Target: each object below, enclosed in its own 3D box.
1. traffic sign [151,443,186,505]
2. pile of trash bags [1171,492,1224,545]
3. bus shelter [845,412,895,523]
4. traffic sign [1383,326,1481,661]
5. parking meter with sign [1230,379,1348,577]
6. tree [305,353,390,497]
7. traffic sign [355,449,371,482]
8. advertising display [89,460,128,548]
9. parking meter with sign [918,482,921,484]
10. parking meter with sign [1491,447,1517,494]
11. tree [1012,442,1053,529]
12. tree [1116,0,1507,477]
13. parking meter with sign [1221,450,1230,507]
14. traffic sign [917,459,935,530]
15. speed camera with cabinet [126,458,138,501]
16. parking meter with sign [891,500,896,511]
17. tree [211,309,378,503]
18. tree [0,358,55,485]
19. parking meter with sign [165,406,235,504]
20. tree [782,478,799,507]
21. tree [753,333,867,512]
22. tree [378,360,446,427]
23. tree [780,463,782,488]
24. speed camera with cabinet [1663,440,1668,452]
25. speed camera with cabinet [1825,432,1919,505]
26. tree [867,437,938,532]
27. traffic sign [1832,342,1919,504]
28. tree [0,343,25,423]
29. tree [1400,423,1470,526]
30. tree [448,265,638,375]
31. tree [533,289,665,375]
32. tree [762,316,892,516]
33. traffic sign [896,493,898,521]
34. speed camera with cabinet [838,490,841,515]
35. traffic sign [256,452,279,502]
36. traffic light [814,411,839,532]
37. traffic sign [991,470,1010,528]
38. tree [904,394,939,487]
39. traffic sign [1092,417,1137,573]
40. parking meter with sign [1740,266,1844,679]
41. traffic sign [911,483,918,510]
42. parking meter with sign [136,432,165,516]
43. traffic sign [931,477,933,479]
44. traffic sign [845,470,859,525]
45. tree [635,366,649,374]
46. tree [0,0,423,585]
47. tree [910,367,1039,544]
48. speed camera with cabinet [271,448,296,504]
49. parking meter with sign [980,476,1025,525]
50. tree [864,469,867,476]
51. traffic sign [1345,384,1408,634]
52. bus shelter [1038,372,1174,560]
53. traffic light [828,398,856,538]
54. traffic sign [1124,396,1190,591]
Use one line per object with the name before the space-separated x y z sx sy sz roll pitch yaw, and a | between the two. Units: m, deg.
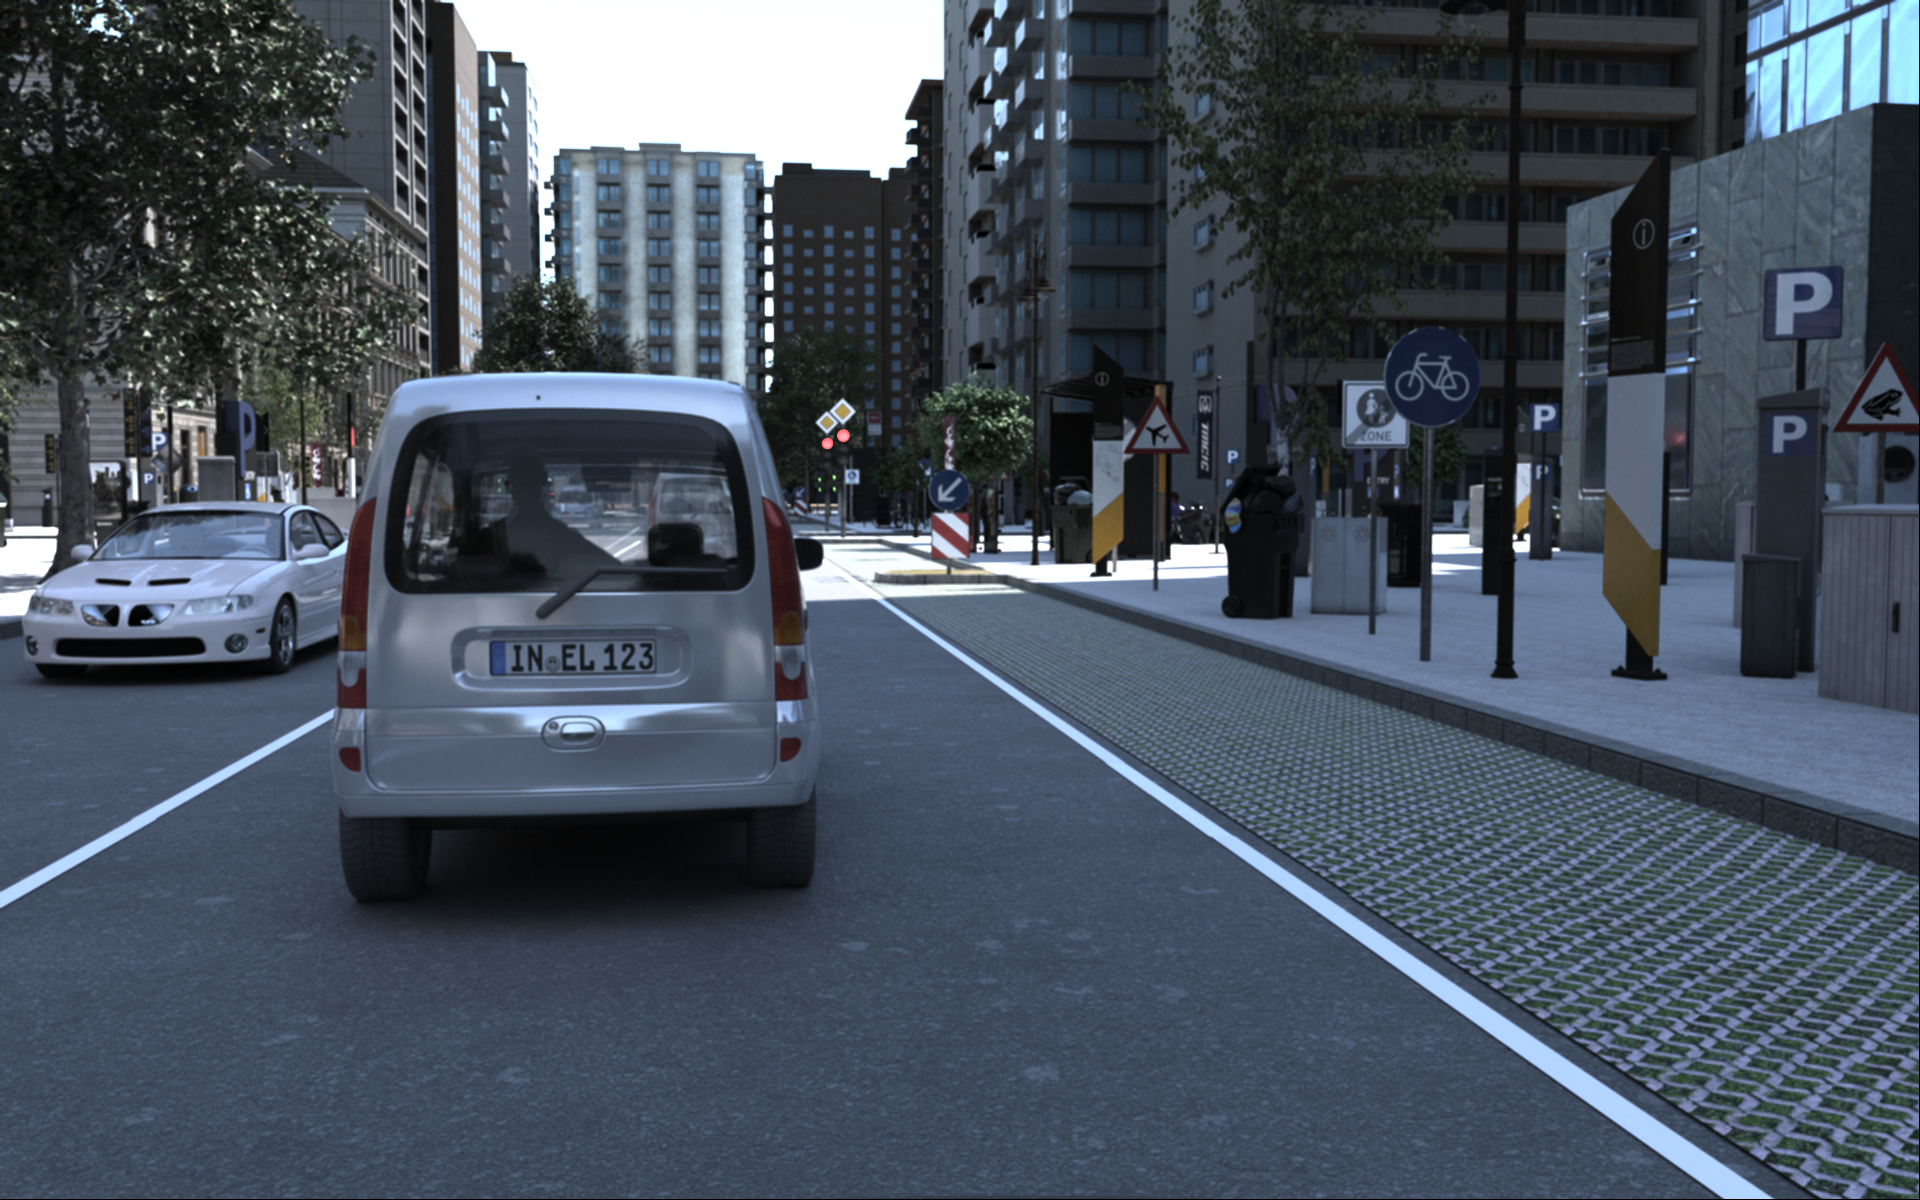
traffic sign | -17.996 -2.337 39.402 0.795 2.450 0.064 0 4 -3
pile of trash bags | 6.639 -2.150 44.909 3.447 1.369 1.912 -2 4 -32
bus shelter | -4.548 -6.396 82.199 2.179 5.291 8.768 0 4 -8
traffic sign | 3.581 -0.804 13.251 0.768 2.556 0.104 0 4 -7
parking meter with sign | 5.173 -1.881 27.014 1.738 3.016 0.543 2 4 29
tree | -29.414 -8.108 82.930 4.360 8.622 3.978 0 3 0
traffic sign | -16.815 -2.982 48.865 0.768 2.556 0.104 0 4 -1
advertising display | -16.330 -1.705 33.087 0.974 1.923 0.123 1 4 19
parking meter with sign | -2.286 -6.372 100.441 0.543 3.016 1.738 0 4 6
parking meter with sign | 20.631 -4.173 64.490 1.738 3.016 0.543 -1 4 -18
tree | 3.005 -4.248 64.050 1.663 3.219 1.824 0 3 0
tree | 4.019 -4.265 20.092 4.737 8.622 4.395 0 3 0
parking meter with sign | 10.538 -4.367 67.666 0.543 3.016 1.738 1 4 17
traffic sign | -1.270 -3.822 62.594 0.768 2.556 0.104 0 4 -1
speed camera with cabinet | -33.299 -4.495 67.829 2.038 3.252 0.660 0 4 0
parking meter with sign | -5.737 -8.395 133.520 1.738 3.016 0.543 1 4 18
tree | -24.395 -6.840 62.196 4.737 8.622 4.395 0 3 0
tree | -25.484 -5.793 45.073 4.360 8.622 3.978 0 3 0
parking meter with sign | -14.792 -2.338 34.482 1.738 3.016 0.543 -2 4 -25
tree | -17.352 -11.187 177.502 1.663 3.219 1.824 0 3 0
tree | -10.746 -12.526 121.813 9.611 12.733 9.660 0 3 0
tree | -29.964 -8.850 95.059 4.737 8.622 4.395 0 3 0
tree | -20.470 -15.992 195.876 7.601 10.594 8.767 -1 4 -16
speed camera with cabinet | 21.911 -3.622 53.563 0.660 3.252 2.038 2 4 27
speed camera with cabinet | 13.232 -1.940 26.050 2.038 3.252 0.660 0 4 8
tree | -1.841 -3.906 58.468 1.663 3.219 1.824 0 3 0
traffic sign | 7.912 -0.911 14.899 0.884 2.594 0.081 0 4 -2
tree | -21.403 -5.299 37.005 4.737 8.622 4.395 0 3 0
tree | 18.862 -5.259 69.699 4.285 4.588 4.351 0 3 0
tree | -20.912 -10.391 86.904 9.611 12.733 9.660 0 3 0
tree | -22.261 -11.800 103.296 12.009 13.543 11.850 0 3 0
tree | -7.906 -10.809 102.478 9.928 11.665 9.643 0 3 0
traffic sign | -2.982 -5.014 82.088 0.768 2.556 0.104 0 4 0
speed camera with cabinet | -7.380 -7.006 108.879 0.660 3.252 2.038 0 4 -4
traffic sign | -16.863 -2.446 42.126 0.606 2.300 0.079 0 4 0
traffic light | -4.514 -4.262 58.609 0.839 4.253 0.868 0 4 -8
traffic sign | 1.454 -4.022 65.765 0.884 2.594 0.081 0 4 -2
tree | -2.340 -10.881 128.269 4.737 8.622 4.395 0 3 0
traffic sign | 2.524 -1.717 28.175 0.768 2.556 0.104 0 4 -4
parking meter with sign | 6.088 -1.007 12.728 0.543 3.016 1.738 2 4 30
traffic sign | -2.189 -4.659 78.302 0.606 2.300 0.079 0 4 -2
parking meter with sign | -22.395 -3.162 47.961 0.543 3.016 1.738 -1 4 -10
traffic sign | -1.170 -5.023 84.263 0.606 2.300 0.079 0 4 -3
traffic sign | -4.510 -4.302 72.466 0.606 2.300 0.079 0 4 -1
tree | -32.390 -16.268 172.634 9.857 13.997 8.962 0 3 0
tree | -12.704 -6.581 24.605 9.611 12.733 9.660 0 3 0
tree | 0.393 -3.750 45.026 4.285 4.588 4.351 0 3 0
speed camera with cabinet | -27.489 -4.709 71.334 2.038 3.252 0.660 2 4 33
parking meter with sign | 1.832 -4.570 70.975 1.738 3.016 0.543 -2 4 -28
tree | -2.489 -4.252 64.127 1.663 3.219 1.824 0 3 0
traffic sign | 3.770 -0.835 15.778 0.606 2.300 0.079 0 4 -1
bus shelter | 2.946 -2.769 36.550 1.731 3.624 6.357 0 4 -8
traffic light | -3.446 -3.778 50.696 0.839 4.253 0.868 0 4 -8
traffic sign | 2.599 -1.403 22.950 0.884 2.594 0.081 0 4 -4
